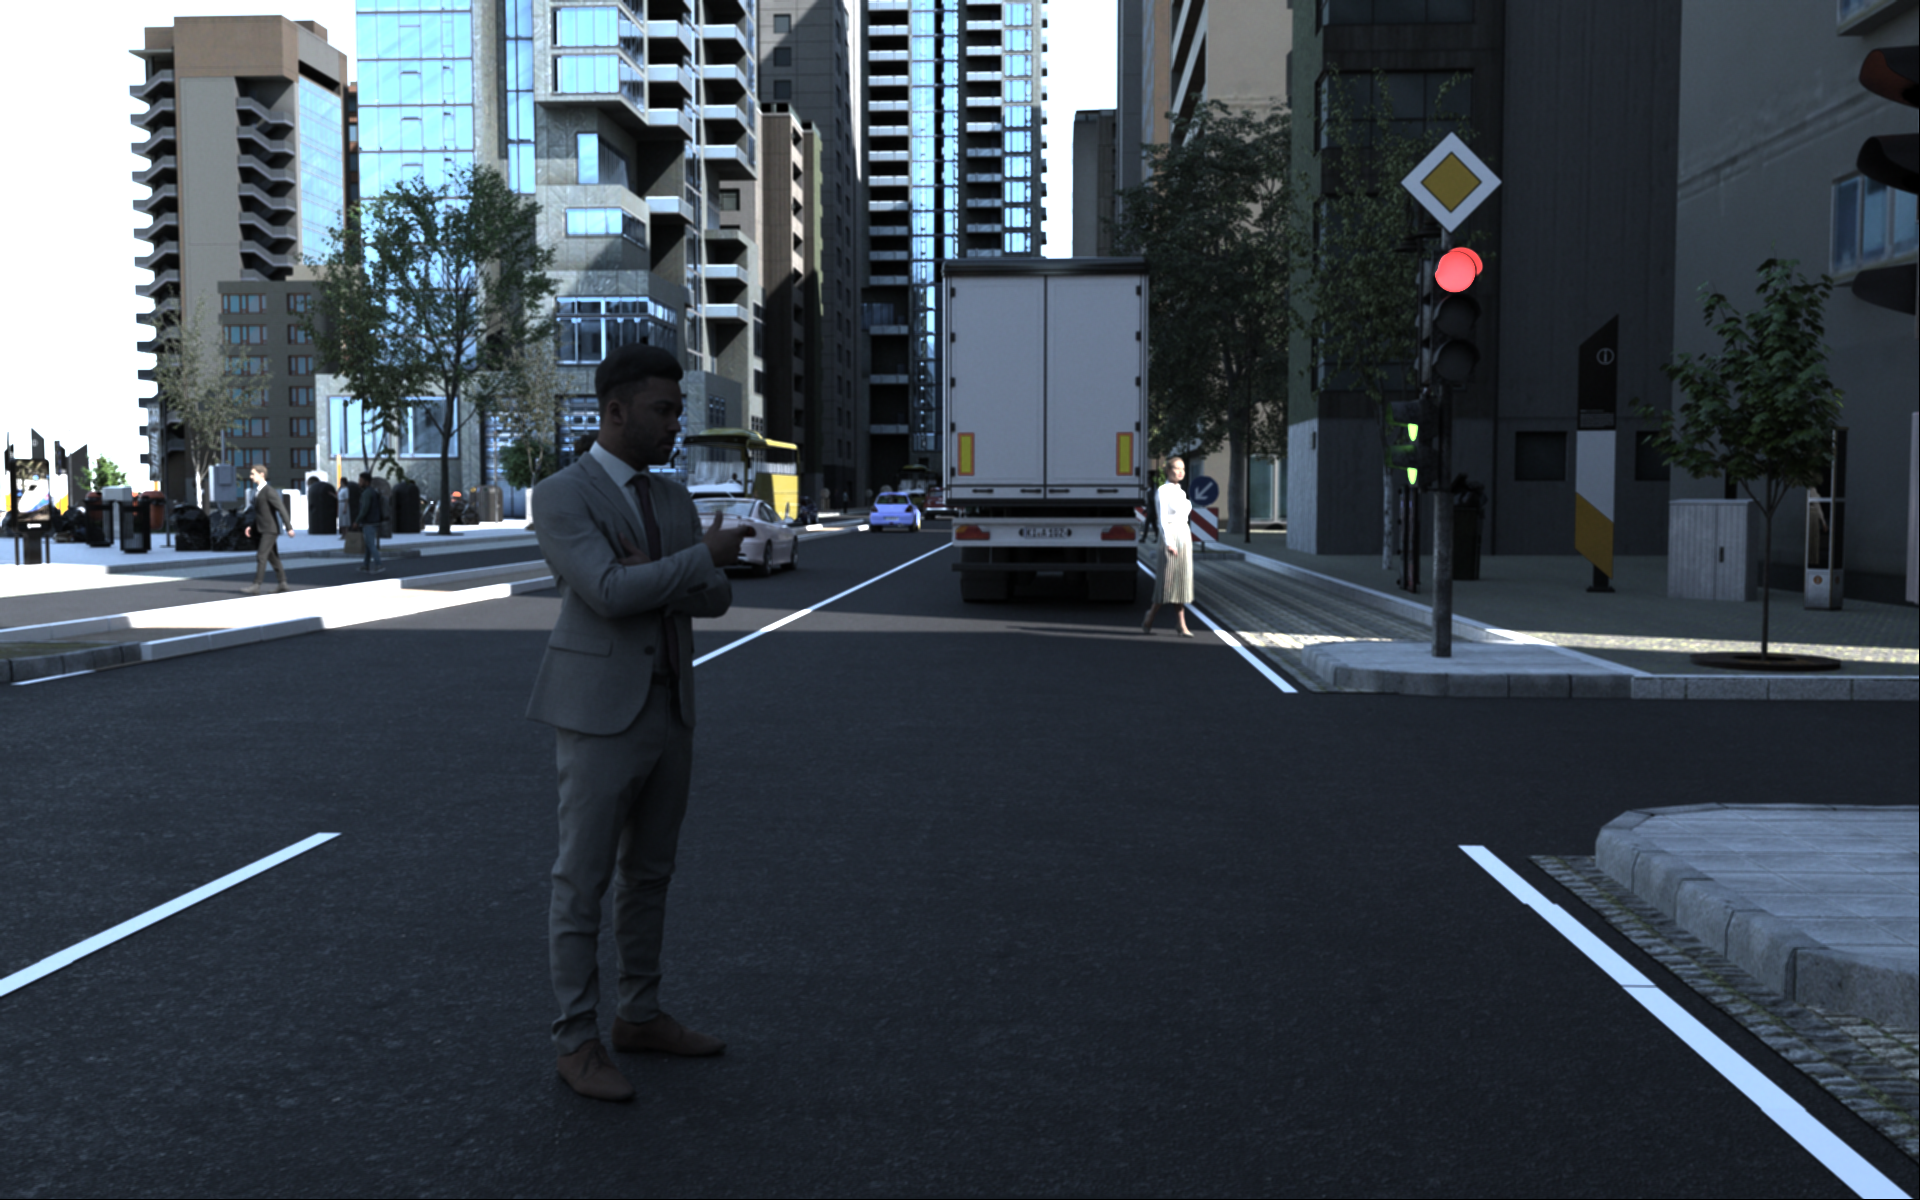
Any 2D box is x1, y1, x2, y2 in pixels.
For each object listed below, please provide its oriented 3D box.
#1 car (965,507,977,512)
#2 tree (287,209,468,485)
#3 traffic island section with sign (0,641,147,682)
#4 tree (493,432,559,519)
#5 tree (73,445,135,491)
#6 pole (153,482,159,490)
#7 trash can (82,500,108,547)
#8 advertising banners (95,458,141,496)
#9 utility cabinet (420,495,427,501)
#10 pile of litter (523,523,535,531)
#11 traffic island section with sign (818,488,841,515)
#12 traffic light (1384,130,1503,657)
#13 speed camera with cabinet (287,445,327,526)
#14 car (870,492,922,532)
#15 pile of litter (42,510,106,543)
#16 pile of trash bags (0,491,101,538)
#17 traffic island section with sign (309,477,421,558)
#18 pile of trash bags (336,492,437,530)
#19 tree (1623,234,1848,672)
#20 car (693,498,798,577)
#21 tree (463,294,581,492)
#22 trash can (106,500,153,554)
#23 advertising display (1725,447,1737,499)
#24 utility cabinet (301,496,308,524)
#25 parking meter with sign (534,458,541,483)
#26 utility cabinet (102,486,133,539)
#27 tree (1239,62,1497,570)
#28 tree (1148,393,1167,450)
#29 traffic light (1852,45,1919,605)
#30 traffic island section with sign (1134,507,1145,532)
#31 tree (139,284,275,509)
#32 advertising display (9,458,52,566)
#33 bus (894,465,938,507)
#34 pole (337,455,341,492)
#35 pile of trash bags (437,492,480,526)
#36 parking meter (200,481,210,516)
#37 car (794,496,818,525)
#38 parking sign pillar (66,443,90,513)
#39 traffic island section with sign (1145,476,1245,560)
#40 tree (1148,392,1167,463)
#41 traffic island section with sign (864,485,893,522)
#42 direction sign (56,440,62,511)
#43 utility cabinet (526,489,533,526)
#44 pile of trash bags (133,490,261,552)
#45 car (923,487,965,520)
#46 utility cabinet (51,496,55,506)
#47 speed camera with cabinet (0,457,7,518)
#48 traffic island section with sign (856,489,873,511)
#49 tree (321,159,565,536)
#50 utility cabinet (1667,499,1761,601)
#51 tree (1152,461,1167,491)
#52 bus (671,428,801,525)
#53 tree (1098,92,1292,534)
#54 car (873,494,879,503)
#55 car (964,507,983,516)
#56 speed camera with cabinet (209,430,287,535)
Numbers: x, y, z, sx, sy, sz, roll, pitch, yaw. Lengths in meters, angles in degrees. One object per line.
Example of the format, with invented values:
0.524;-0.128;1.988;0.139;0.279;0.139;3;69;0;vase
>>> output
0.626;-6.440;117.090;2.131;1.459;4.920;0;4;5;car
-15.450;-5.833;45.733;4.737;8.622;4.395;0;3;0;tree
-8.057;-0.359;13.999;2.006;1.907;1.989;0;4;3;traffic island section with sign
-22.200;-6.420;88.681;4.285;4.588;4.351;0;3;0;tree
-33.885;-4.522;68.543;1.663;3.219;1.824;0;3;0;tree
-35.376;-5.038;76.209;0.158;3.312;0.155;0;3;0;pole
-20.837;-1.852;41.940;0.748;1.137;0.748;0;3;0;trash can
-40.673;-5.361;83.837;2.074;3.025;0.090;-2;4;-32;advertising banners
-28.331;-4.841;90.308;1.020;1.237;0.306;-1;4;-9;utility cabinet
-14.759;-2.856;60.657;1.176;0.858;1.719;1;4;10;pile of litter
-9.060;-6.593;116.421;1.989;1.847;2.006;0;4;3;traffic island section with sign
3.784;-1.507;13.564;0.839;4.253;0.868;0;4;3;traffic light
-26.375;-4.576;69.148;2.038;3.252;0.660;0;4;1;speed camera with cabinet
-2.463;-3.466;66.266;1.945;1.707;3.694;0;4;3;car
-23.391;-1.945;45.768;1.719;0.858;1.176;-3;5;-42;pile of litter
-27.142;-2.603;52.315;1.912;1.369;3.447;1;4;15;pile of trash bags
-13.394;-1.875;39.284;1.989;1.847;2.006;0;4;3;traffic island section with sign
-20.747;-3.182;61.773;3.447;1.369;1.912;0;4;-1;pile of trash bags
6.153;-1.126;13.006;1.663;3.219;1.824;0;3;0;tree
-4.125;-1.161;31.344;2.083;1.381;4.827;0;4;4;car
-15.658;-6.888;62.985;4.360;8.622;3.978;0;3;0;tree
-17.878;-1.583;37.536;0.748;1.137;0.748;0;3;0;trash can
9.920;-1.045;22.304;0.123;1.923;0.974;2;4;25;advertising display
-27.736;-3.823;73.662;1.020;1.237;0.306;-3;5;-41;utility cabinet
-19.614;-5.331;83.417;1.738;3.016;0.543;1;4;18;parking meter with sign
-24.087;-2.497;49.508;1.173;1.500;0.318;3;4;37;utility cabinet
7.090;-4.817;29.119;4.737;8.622;4.395;0;3;0;tree
11.429;-8.602;91.001;4.360;8.622;3.978;0;3;0;tree
1.244;-1.890;5.566;4.771;5.953;1.251;0;4;3;traffic light
6.722;-3.458;65.159;1.989;1.847;2.006;0;4;3;traffic island section with sign
-26.833;-6.785;61.305;4.360;8.622;3.978;0;3;0;tree
-16.764;-1.593;31.265;0.123;1.923;0.974;0;4;7;advertising display
-3.655;-9.679;149.805;2.896;3.916;12.252;0;4;4;bus
-32.209;-5.872;89.858;0.158;3.312;0.155;0;3;0;pole
-21.357;-3.704;70.308;3.447;1.369;1.912;-2;4;-30;pile of trash bags
-33.859;-4.398;77.622;0.399;1.863;0.255;1;4;23;parking meter
-7.687;-4.157;80.546;1.945;1.354;3.894;0;4;4;car
-46.521;-6.285;91.236;1.447;3.967;1.447;0;4;-5;parking sign pillar
5.207;-1.812;38.246;1.989;1.847;2.006;0;4;3;traffic island section with sign
11.794;-8.922;96.232;4.737;8.622;4.395;0;3;0;tree
-3.860;-4.947;89.021;2.006;1.907;1.989;0;4;3;traffic island section with sign
-37.568;-4.908;72.241;0.379;3.537;0.876;-3;4;-38;direction sign
-16.801;-3.713;69.389;1.173;1.500;0.318;1;4;17;utility cabinet
-17.419;-1.832;39.701;3.447;1.369;1.912;1;4;19;pile of trash bags
-0.853;-5.433;97.496;2.281;1.827;5.304;0;4;5;car
-39.734;-3.954;75.802;1.020;1.237;0.306;3;4;36;utility cabinet
-50.062;-5.928;91.265;2.038;3.252;0.660;3;4;39;speed camera with cabinet
-7.528;-8.261;143.701;1.989;1.847;2.006;0;4;3;traffic island section with sign
-15.919;-7.823;53.669;9.928;11.665;9.643;0;3;0;tree
9.192;-0.611;21.159;0.306;1.237;1.020;-3;4;-37;utility cabinet
11.998;-6.484;100.621;1.663;3.219;1.824;0;3;0;tree
-8.488;-4.674;67.959;2.896;3.916;12.252;0;4;4;bus
9.089;-9.127;55.887;9.857;13.997;8.962;0;3;0;tree
-6.960;-9.024;157.760;2.015;1.641;3.980;0;4;3;car
1.085;-1.764;38.625;2.009;1.686;4.222;0;4;2;car
-22.208;-3.642;53.881;2.038;3.252;0.660;-3;4;-36;speed camera with cabinet
